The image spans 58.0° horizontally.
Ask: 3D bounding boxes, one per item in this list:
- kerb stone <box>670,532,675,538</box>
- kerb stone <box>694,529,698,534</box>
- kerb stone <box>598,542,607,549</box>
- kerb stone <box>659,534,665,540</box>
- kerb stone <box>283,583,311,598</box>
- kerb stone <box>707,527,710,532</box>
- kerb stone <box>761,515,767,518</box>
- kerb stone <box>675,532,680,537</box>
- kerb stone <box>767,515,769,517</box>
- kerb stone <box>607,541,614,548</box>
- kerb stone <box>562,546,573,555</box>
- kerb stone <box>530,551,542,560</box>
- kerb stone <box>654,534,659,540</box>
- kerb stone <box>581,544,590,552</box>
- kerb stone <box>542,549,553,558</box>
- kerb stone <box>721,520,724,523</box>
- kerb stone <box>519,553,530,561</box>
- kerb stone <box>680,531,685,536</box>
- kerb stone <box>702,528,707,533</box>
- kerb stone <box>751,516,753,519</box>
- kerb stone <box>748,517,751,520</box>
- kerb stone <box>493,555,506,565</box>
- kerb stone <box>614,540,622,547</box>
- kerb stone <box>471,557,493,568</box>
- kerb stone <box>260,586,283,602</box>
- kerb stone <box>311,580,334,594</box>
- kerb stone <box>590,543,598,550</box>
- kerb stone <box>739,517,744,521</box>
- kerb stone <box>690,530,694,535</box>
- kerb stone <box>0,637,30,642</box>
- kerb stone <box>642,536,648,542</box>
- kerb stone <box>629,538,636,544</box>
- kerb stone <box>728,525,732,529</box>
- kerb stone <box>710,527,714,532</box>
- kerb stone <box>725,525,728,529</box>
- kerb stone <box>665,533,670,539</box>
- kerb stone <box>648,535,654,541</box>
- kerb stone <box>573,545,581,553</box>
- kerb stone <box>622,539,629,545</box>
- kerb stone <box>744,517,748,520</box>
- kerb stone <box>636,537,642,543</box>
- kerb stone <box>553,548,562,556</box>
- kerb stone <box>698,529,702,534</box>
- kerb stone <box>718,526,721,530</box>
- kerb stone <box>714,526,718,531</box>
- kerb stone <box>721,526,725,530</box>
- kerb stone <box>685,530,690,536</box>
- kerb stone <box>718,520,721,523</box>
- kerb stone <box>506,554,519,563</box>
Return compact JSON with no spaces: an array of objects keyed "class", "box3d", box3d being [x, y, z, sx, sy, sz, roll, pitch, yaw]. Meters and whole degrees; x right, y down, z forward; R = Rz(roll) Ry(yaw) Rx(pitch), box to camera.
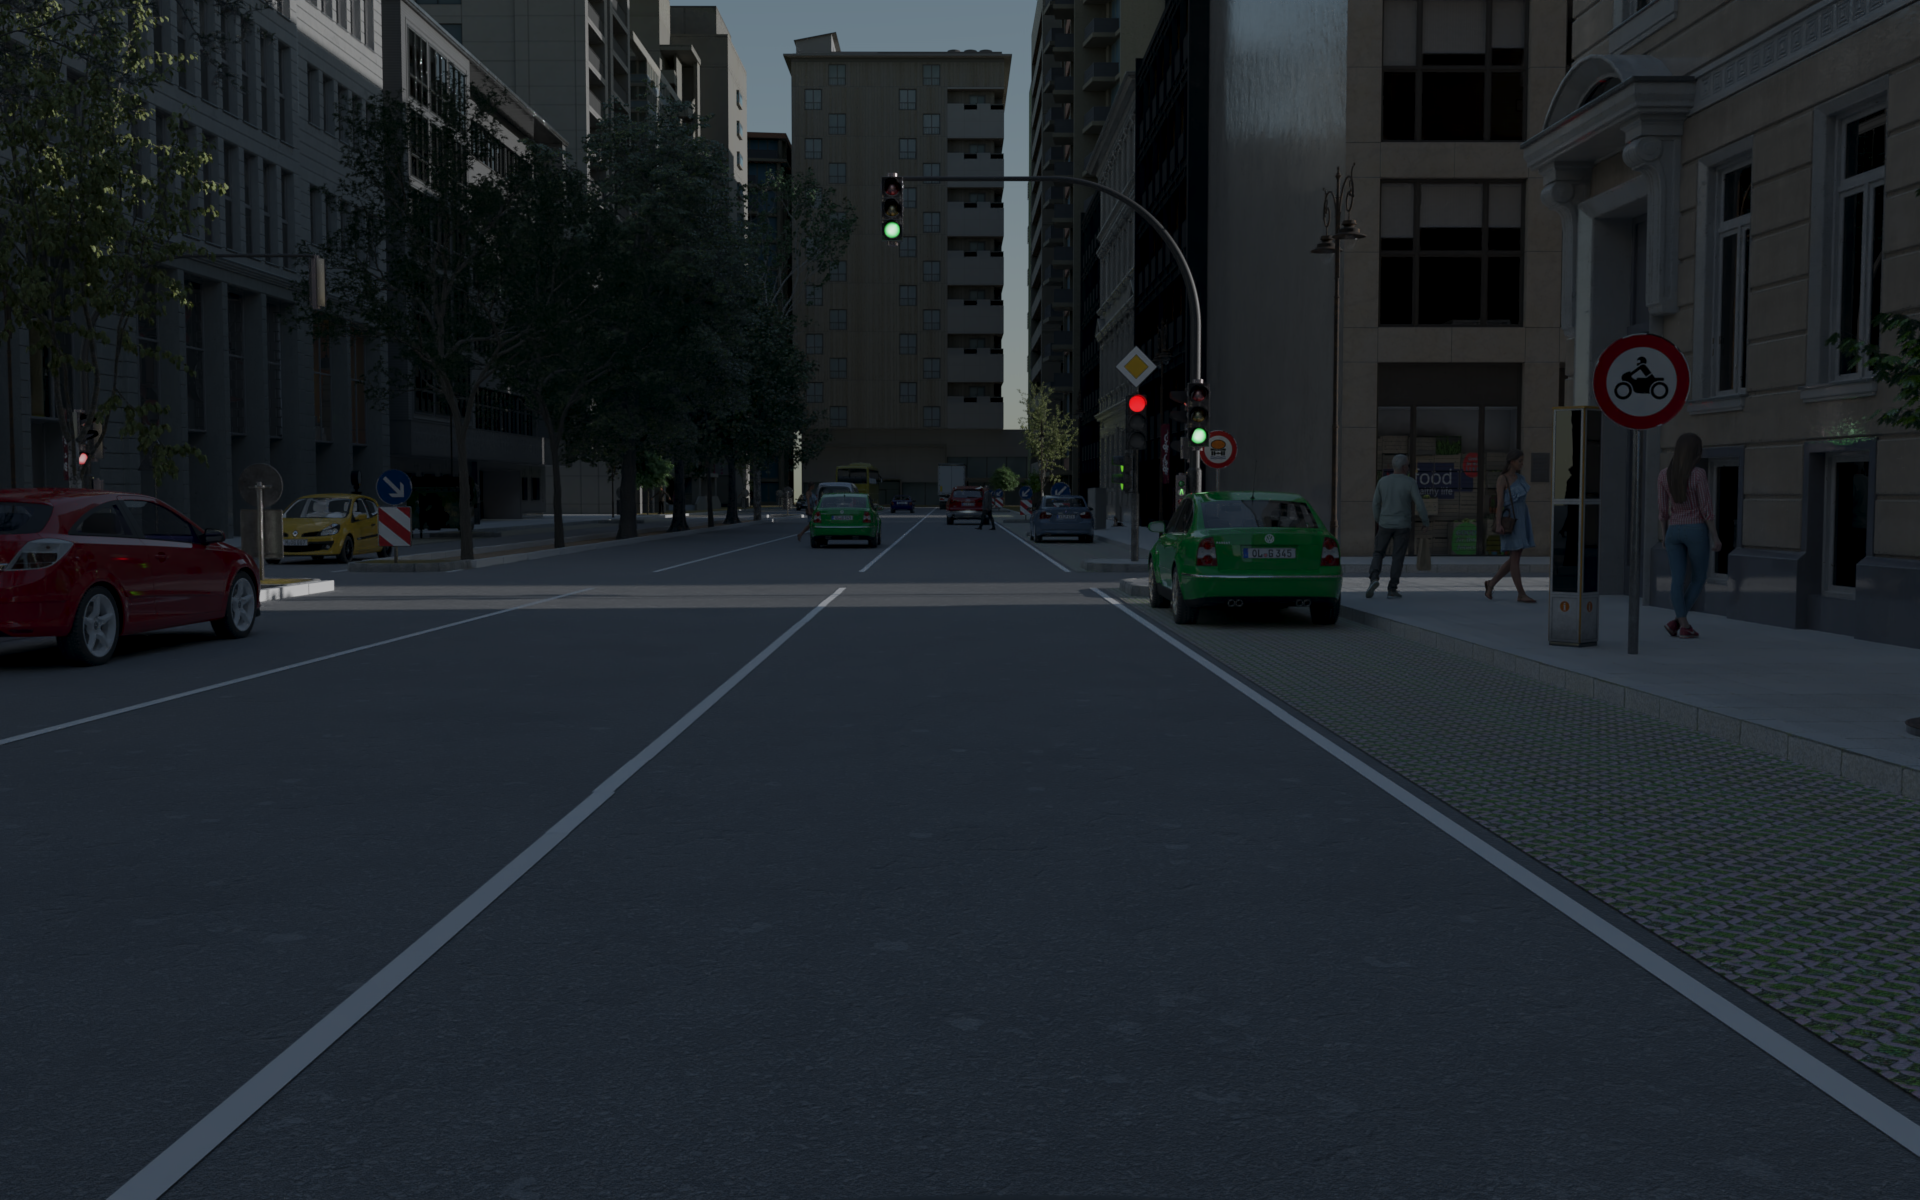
[{"class":"kerb stone","box3d":[-9.531,-2.104,56.597,0.120,0.150,1.000,0,4,0]},{"class":"kerb stone","box3d":[-9.544,-2.416,61.714,0.120,0.150,1.000,0,4,0]},{"class":"kerb stone","box3d":[-9.467,-1.410,45.321,0.120,0.150,1.000,0,4,0]},{"class":"kerb stone","box3d":[-9.512,-1.979,54.552,0.120,0.150,1.000,0,4,0]},{"class":"kerb stone","box3d":[-9.378,-0.127,24.277,0.120,0.150,1.000,0,4,0]},{"class":"kerb stone","box3d":[-9.566,-2.605,64.790,0.120,0.150,1.000,0,4,0]},{"class":"kerb stone","box3d":[-11.833,-4.986,103.717,0.120,0.150,1.000,0,4,0]},{"class":"kerb stone","box3d":[-9.527,-2.165,57.619,0.120,0.150,1.000,0,4,0]},{"class":"kerb stone","box3d":[-11.839,-5.049,104.739,0.120,0.150,1.000,0,4,0]},{"class":"kerb stone","box3d":[-9.477,-1.476,46.350,0.120,0.150,1.000,0,4,0]},{"class":"kerb stone","box3d":[-9.453,-1.163,41.217,0.120,0.150,1.000,0,4,0]},{"class":"kerb stone","box3d":[-9.441,-0.966,38.139,0.120,0.150,1.000,0,4,0]},{"class":"kerb stone","box3d":[-9.511,-1.916,53.523,0.120,0.150,1.000,0,4,0]},{"class":"kerb stone","box3d":[-9.469,-1.285,43.266,0.120,0.150,1.000,0,4,0]},{"class":"kerb stone","box3d":[-9.446,-1.038,39.161,0.120,0.150,1.000,0,4,0]},{"class":"kerb stone","box3d":[-11.747,-3.795,84.243,0.120,0.150,1.000,0,4,0]},{"class":"kerb stone","box3d":[-9.453,-0.910,37.116,0.120,0.150,1.000,0,4,0]},{"class":"kerb stone","box3d":[-9.541,-2.229,58.644,0.120,0.150,1.000,0,4,0]},{"class":"kerb stone","box3d":[-9.551,-2.542,63.764,0.120,0.150,1.000,0,4,0]},{"class":"kerb stone","box3d":[-11.799,-4.547,96.551,0.120,0.150,1.000,0,4,0]},{"class":"kerb stone","box3d":[-11.793,-4.485,95.528,0.120,0.150,1.000,0,4,0]},{"class":"kerb stone","box3d":[-9.439,-0.786,35.072,0.120,0.150,1.000,0,4,0]},{"class":"kerb stone","box3d":[-9.483,-1.539,47.375,0.120,0.150,1.000,0,4,0]},{"class":"kerb stone","box3d":[-9.427,-0.725,34.048,0.120,0.150,1.000,0,4,0]},{"class":"kerb stone","box3d":[-9.377,-0.061,23.246,0.120,0.150,1.000,0,4,0]},{"class":"kerb stone","box3d":[-9.386,-0.186,25.307,0.120,0.150,1.000,0,4,0]},{"class":"kerb stone","box3d":[-9.476,-1.349,44.289,0.120,0.150,1.000,0,4,0]},{"class":"kerb stone","box3d":[-11.783,-4.297,92.444,0.120,0.150,1.000,0,4,0]},{"class":"kerb stone","box3d":[-9.546,-2.353,60.690,0.120,0.150,1.000,0,4,0]},{"class":"kerb stone","box3d":[-9.351,0.312,17.094,0.120,0.150,1.000,0,4,0]},{"class":"kerb stone","box3d":[-9.504,-1.791,51.472,0.120,0.150,1.000,0,4,0]},{"class":"kerb stone","box3d":[-9.484,-1.662,49.428,0.120,0.150,1.000,0,4,0]},{"class":"kerb stone","box3d":[-9.585,-2.975,70.947,0.120,0.150,1.000,0,4,0]},{"class":"kerb stone","box3d":[-9.569,-2.663,65.821,0.120,0.150,1.000,0,4,0]},{"class":"kerb stone","box3d":[-9.587,-2.914,69.925,0.120,0.150,1.000,0,4,0]},{"class":"kerb stone","box3d":[-9.519,-2.042,55.574,0.120,0.150,1.000,0,4,0]},{"class":"kerb stone","box3d":[-9.511,-1.854,52.501,0.120,0.150,1.000,0,4,0]},{"class":"kerb stone","box3d":[-9.463,-1.226,42.240,0.120,0.150,1.000,0,4,0]},{"class":"kerb stone","box3d":[-9.490,-1.602,48.404,0.120,0.150,1.000,0,4,0]},{"class":"kerb stone","box3d":[-11.796,-4.422,94.488,0.120,0.150,1.000,0,4,0]},{"class":"kerb stone","box3d":[-9.497,-1.728,50.450,0.120,0.150,1.000,0,4,0]},{"class":"kerb stone","box3d":[-9.460,-1.097,40.188,0.120,0.150,1.000,0,4,0]},{"class":"kerb stone","box3d":[-9.555,-2.477,62.738,0.120,0.150,1.000,0,4,0]},{"class":"kerb stone","box3d":[-9.576,-2.794,67.870,0.120,0.150,1.000,0,4,0]},{"class":"kerb stone","box3d":[-9.575,-2.730,66.847,0.120,0.150,1.000,0,4,0]},{"class":"kerb stone","box3d":[-9.581,-2.856,68.896,0.120,0.150,1.000,0,4,0]},{"class":"kerb stone","box3d":[-9.541,-2.289,59.668,0.120,0.150,1.000,0,4,0]},{"class":"kerb stone","box3d":[-11.744,-3.730,83.216,0.120,0.150,1.000,0,4,0]},{"class":"kerb stone","box3d":[-9.435,-0.850,36.094,0.120,0.150,1.000,0,4,0]}]
